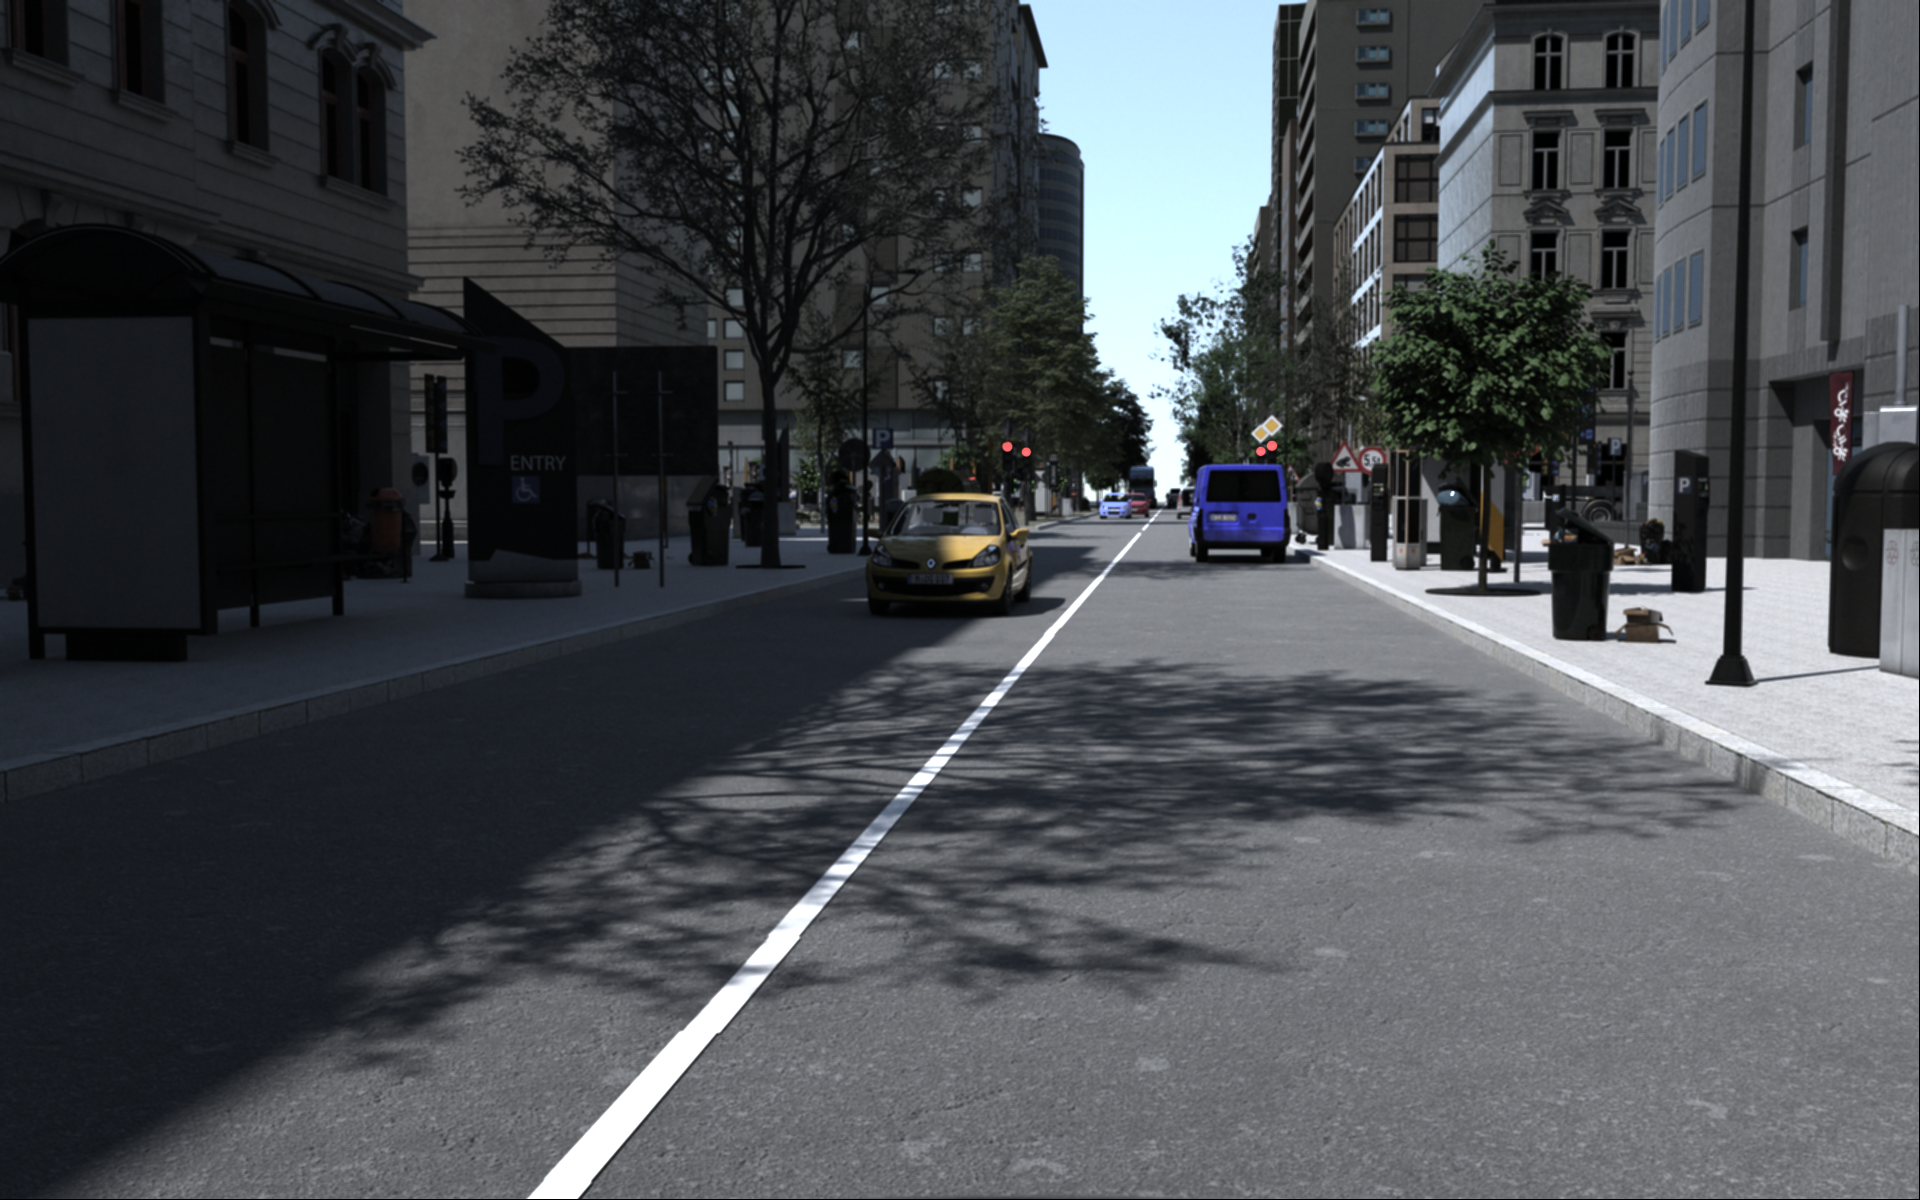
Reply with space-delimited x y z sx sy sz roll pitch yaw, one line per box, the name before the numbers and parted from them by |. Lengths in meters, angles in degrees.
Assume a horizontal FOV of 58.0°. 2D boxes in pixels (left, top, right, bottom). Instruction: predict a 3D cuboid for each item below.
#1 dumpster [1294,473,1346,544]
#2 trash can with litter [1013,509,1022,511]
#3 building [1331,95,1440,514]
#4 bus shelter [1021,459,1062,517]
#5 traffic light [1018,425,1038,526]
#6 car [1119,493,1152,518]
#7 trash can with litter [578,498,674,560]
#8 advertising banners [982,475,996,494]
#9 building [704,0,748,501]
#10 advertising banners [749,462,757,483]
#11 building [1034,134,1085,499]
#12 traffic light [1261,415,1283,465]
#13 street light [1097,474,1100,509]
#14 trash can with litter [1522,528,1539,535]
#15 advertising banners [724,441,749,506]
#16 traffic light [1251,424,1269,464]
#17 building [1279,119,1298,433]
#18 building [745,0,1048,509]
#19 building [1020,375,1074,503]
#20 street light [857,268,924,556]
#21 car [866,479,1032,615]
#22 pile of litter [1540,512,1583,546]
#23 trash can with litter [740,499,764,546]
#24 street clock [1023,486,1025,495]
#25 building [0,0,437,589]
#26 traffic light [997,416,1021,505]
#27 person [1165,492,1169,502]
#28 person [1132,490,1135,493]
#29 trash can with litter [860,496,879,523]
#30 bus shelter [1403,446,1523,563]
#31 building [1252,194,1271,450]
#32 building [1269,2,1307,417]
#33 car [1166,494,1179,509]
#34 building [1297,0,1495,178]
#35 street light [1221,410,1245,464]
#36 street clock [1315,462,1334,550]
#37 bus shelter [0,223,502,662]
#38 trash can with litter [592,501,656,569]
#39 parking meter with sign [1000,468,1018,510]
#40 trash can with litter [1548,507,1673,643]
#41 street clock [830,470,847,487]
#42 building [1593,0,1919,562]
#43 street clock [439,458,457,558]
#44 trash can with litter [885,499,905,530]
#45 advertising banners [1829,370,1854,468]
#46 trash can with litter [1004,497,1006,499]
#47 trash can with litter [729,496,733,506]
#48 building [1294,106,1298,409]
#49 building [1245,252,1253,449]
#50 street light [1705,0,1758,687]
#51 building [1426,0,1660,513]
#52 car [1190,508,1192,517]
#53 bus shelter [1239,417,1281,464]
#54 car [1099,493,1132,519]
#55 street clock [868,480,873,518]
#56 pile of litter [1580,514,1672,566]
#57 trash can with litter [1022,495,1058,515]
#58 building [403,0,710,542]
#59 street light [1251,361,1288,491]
dumpster | 9.349 -2.392 44.865 1.264 1.857 1.865 0 4 7
trash can with litter | 4.647 -7.232 129.301 2.233 1.210 1.678 2 4 30
building | 38.104 -19.573 124.537 19.350 26.468 34.151 0 4 7
bus shelter | 4.764 -6.566 101.279 2.014 3.302 5.546 0 4 7
traffic light | 2.734 -4.979 70.324 0.839 4.253 0.868 0 4 7
car | 10.724 -5.956 106.428 2.155 1.783 4.494 0 4 7
trash can with litter | -6.788 -1.413 34.168 2.233 1.210 1.678 1 4 13
advertising banners | 2.114 -9.158 145.927 2.074 3.025 0.090 0 4 -2
building | -8.982 -35.000 161.483 28.713 52.752 27.495 0 4 7
advertising banners | -10.509 -5.983 94.008 2.074 3.025 0.090 -2 4 -26
building | 8.732 -45.128 279.843 21.231 58.520 28.212 0 4 7
traffic light | 10.993 -4.425 61.273 0.839 4.253 0.868 0 4 7
street light | 12.287 -10.633 146.394 1.470 5.913 1.316 0 4 7
trash can with litter | 17.090 -2.677 54.831 1.678 1.210 2.233 -2 4 -27
advertising banners | -7.496 -3.791 58.171 0.090 3.025 2.074 1 4 9
traffic light | 11.976 -4.910 69.198 0.839 4.253 0.868 0 4 7
building | 44.785 -33.746 201.862 14.600 45.320 14.200 0 4 7
building | -5.628 -36.666 188.722 28.713 52.752 27.495 0 4 7
building | 2.042 -24.957 253.079 27.650 21.520 28.899 0 4 7
street light | -1.430 -3.873 35.863 1.470 5.913 1.316 0 4 7
car | -0.082 -0.708 21.804 2.015 1.641 3.980 0 4 8
pile of litter | 14.782 -1.729 42.240 1.176 0.858 1.719 2 4 23
trash can with litter | -5.119 -1.903 42.504 0.624 1.170 1.055 -1 4 -11
street clock | 5.507 -8.571 144.701 0.358 2.002 0.471 -3 5 -39
building | -18.844 -14.544 25.181 14.401 28.519 23.554 0 4 7
traffic light | 1.750 -4.494 62.399 0.839 4.253 0.868 0 4 7
person | 35.272 -17.424 293.940 0.990 1.755 0.434 1 4 12
person | 13.099 -7.498 131.487 0.834 1.777 0.661 1 4 10
trash can with litter | -4.094 -4.505 84.717 1.678 1.210 2.233 2 4 28
bus shelter | 9.920 -2.478 34.432 2.014 3.302 5.546 0 4 7
building | 57.501 -39.764 273.845 21.300 48.544 21.600 0 4 7
building | 53.892 -49.793 252.374 20.563 71.187 20.611 0 4 7
car | 21.333 -9.683 170.113 2.131 1.459 4.920 1 4 9
building | 41.338 -32.392 153.305 21.300 48.544 21.600 0 4 7
street light | 15.133 -7.534 95.721 1.470 5.913 1.316 0 4 7
street clock | 8.303 -2.139 39.542 0.358 2.002 0.471 3 5 42
bus shelter | -6.177 -1.334 15.728 2.014 3.302 5.546 0 4 7
trash can with litter | -5.784 -1.128 29.824 1.055 1.170 0.624 -1 4 -14
parking meter with sign | 2.988 -7.149 113.145 0.543 3.016 1.738 3 5 43
trash can with litter | 5.719 -0.236 15.238 1.055 1.170 0.624 2 4 23
street clock | -3.690 -2.942 52.673 0.471 2.002 0.358 -2 4 -26
building | 25.634 -30.081 33.832 21.231 58.520 28.212 0 4 7
street clock | -10.255 -1.839 34.634 0.358 2.002 0.471 1 4 11
trash can with litter | -1.465 -1.836 41.399 0.624 1.170 1.055 0 4 -8
advertising banners | 12.674 -1.700 23.984 0.090 3.025 2.074 -1 4 -9
trash can with litter | 1.500 -3.699 71.869 1.055 1.170 0.624 1 4 11
trash can with litter | -16.318 -7.122 127.496 2.233 1.210 1.678 -2 4 -30
building | 46.430 -34.204 178.838 23.786 49.044 30.456 0 4 7
building | 55.233 -37.229 292.294 14.154 41.232 14.086 0 4 7
street light | 4.675 -2.388 11.591 1.470 5.913 1.316 0 4 7
building | 45.574 -18.641 81.203 44.131 29.872 17.030 0 4 7
car | 11.960 -4.320 83.214 1.945 1.354 3.894 1 4 9
bus shelter | 15.327 -6.743 87.882 2.179 5.291 8.768 0 4 7
car | 9.046 -5.557 100.455 1.945 1.707 3.694 1 4 9
street clock | -4.778 -5.226 90.010 0.471 2.002 0.358 -3 4 -36
pile of litter | 12.393 -1.081 31.645 1.719 0.858 1.176 -1 4 -20
trash can with litter | 5.300 -5.911 107.700 2.233 1.210 1.678 1 4 14
building | -17.403 -12.387 51.680 18.267 20.994 9.793 0 4 7
street light | 10.815 -5.373 60.382 1.470 5.913 1.316 0 4 7
